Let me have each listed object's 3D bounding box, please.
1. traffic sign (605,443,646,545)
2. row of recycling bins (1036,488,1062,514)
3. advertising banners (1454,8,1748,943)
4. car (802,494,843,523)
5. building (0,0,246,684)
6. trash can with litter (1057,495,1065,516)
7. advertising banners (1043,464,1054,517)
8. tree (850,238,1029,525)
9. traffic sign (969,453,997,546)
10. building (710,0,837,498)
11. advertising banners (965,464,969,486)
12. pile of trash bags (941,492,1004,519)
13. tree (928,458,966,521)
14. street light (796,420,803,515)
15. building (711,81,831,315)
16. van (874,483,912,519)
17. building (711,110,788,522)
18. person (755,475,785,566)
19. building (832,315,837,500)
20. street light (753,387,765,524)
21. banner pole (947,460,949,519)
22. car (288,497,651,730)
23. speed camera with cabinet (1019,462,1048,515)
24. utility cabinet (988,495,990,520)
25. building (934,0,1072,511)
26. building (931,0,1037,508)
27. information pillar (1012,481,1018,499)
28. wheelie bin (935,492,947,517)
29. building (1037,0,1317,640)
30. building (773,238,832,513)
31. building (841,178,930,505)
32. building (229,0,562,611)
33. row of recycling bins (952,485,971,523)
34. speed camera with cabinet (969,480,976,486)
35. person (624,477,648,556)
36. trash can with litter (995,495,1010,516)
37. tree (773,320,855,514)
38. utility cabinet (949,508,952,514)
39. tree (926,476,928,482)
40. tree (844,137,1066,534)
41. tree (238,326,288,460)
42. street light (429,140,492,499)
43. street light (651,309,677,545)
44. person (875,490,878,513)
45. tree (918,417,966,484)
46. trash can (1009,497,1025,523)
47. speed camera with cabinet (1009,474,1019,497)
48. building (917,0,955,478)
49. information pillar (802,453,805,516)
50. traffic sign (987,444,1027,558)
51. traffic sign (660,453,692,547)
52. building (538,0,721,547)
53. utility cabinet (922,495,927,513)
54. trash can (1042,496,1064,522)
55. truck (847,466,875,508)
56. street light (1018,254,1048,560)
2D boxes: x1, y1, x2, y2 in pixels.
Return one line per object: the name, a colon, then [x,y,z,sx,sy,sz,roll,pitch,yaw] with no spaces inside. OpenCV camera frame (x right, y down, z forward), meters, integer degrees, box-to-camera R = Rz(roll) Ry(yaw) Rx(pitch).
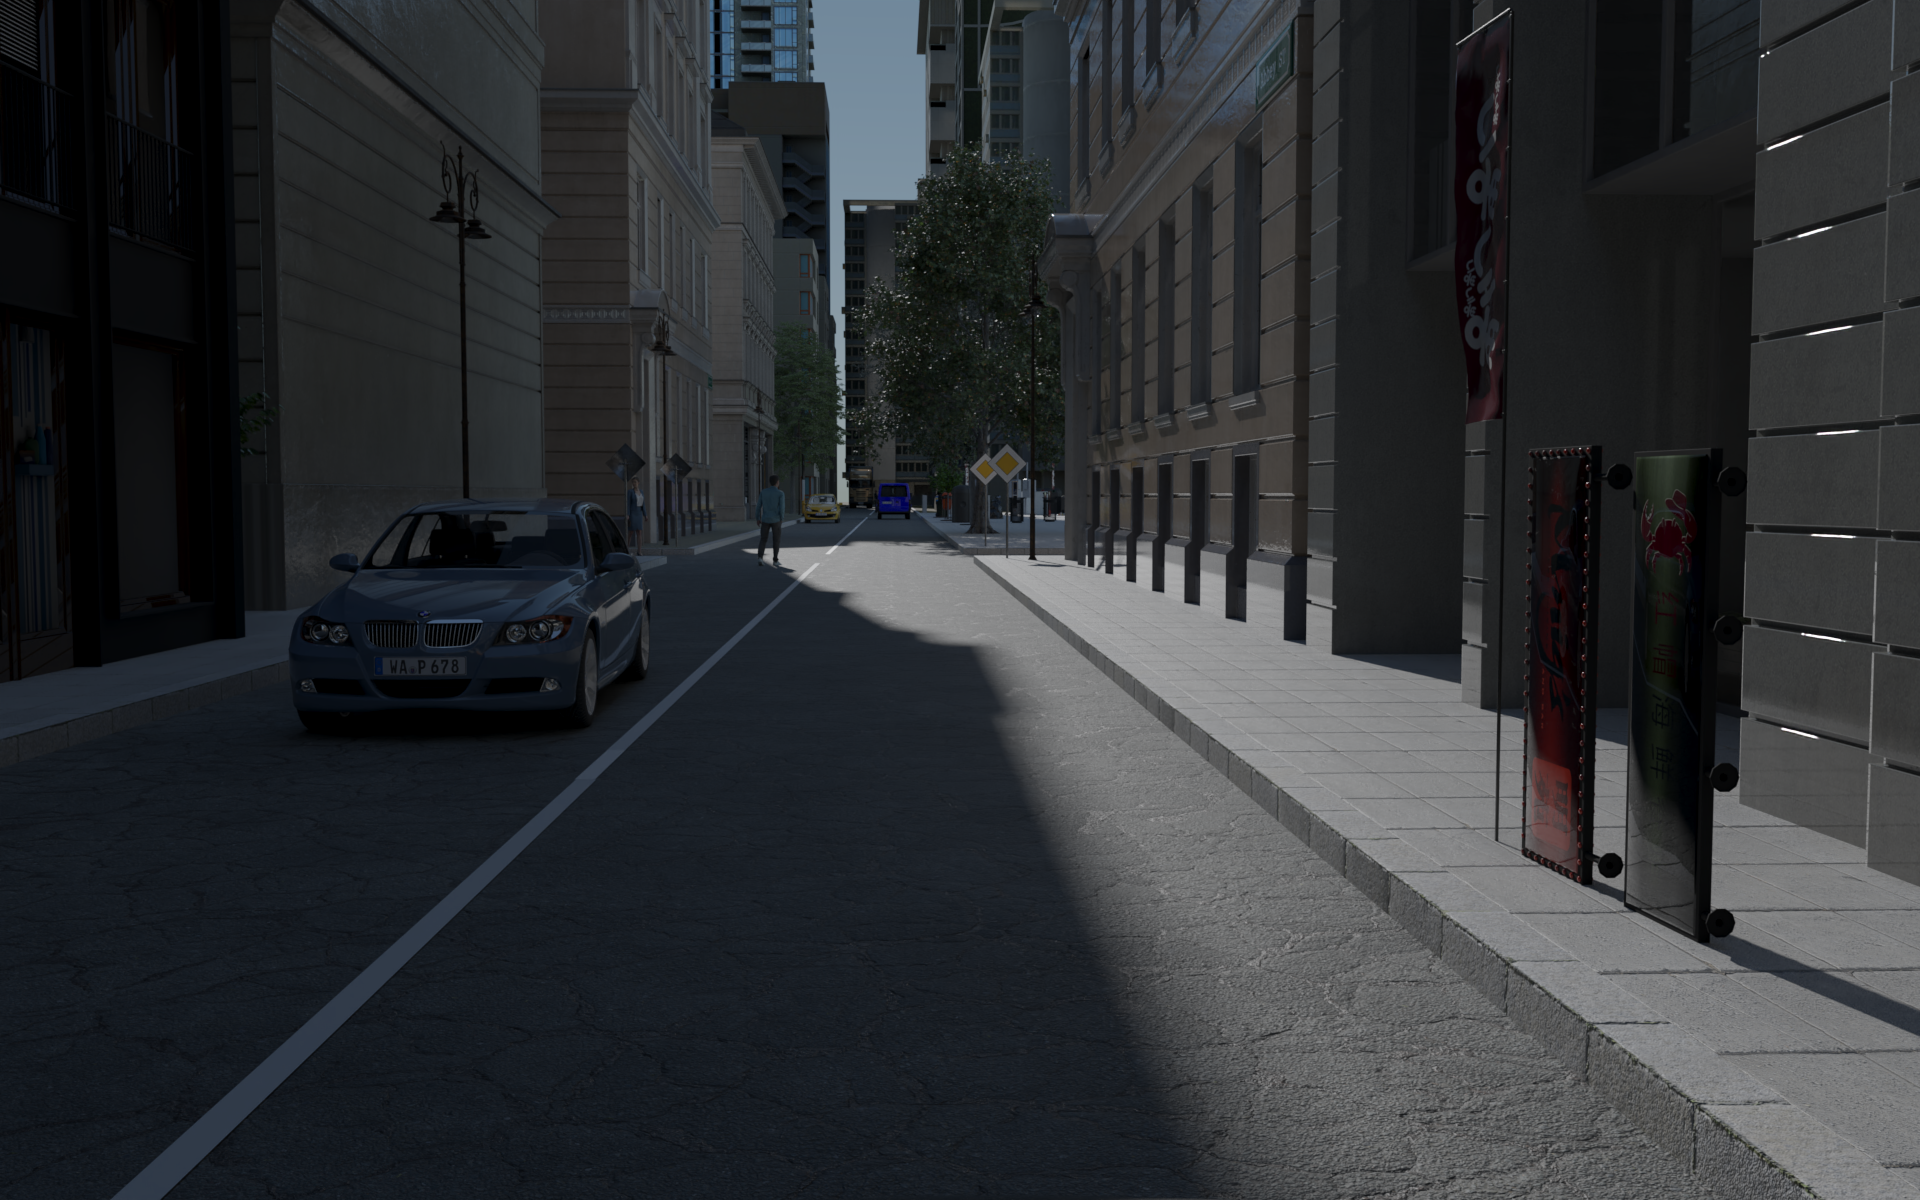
traffic sign: [-6.603,-1.871,34.233,0.795,2.450,0.064,0,4,-2]
row of recycling bins: [5.469,-6.622,115.382,1.069,1.692,3.534,-3,5,-41]
advertising banners: [2.036,-0.588,5.798,0.090,3.025,2.074,0,4,-5]
car: [-6.821,-4.631,85.938,2.015,1.641,3.980,0,4,-3]
building: [-12.243,-10.827,6.692,12.332,23.373,15.834,0,4,-2]
trash can with litter: [6.630,-5.573,102.184,2.233,1.210,1.678,-1,4,-16]
advertising banners: [5.003,-6.173,97.112,0.090,3.025,2.074,1,4,21]
tree: [0.422,-9.823,70.984,12.009,13.543,11.850,0,3,0]
traffic sign: [0.625,-2.376,42.485,0.795,2.450,0.064,0,4,-2]
building: [-30.676,-54.860,209.634,31.000,86.520,22.319,0,4,-2]
advertising banners: [0.731,-6.366,100.270,0.090,3.025,2.074,2,4,27]
pile of trash bags: [0.666,-4.928,90.328,3.447,1.369,1.912,1,4,17]
tree: [-0.566,-5.374,82.466,1.663,3.219,1.824,0,3,0]
street light: [-9.889,-8.174,106.438,0.468,5.910,1.993,0,4,-2]
building: [-21.210,-32.729,185.224,14.200,45.320,14.600,0,4,-2]
van: [-3.813,-5.808,99.340,2.240,2.365,5.245,0,4,-3]
building: [-14.522,-14.094,81.351,10.553,20.767,40.483,0,4,-2]
person: [-3.825,-1.604,34.739,0.660,1.820,0.620,1,4,14]
building: [-25.809,-19.333,161.128,27.650,21.520,28.899,0,4,-2]
street light: [-8.665,-6.239,74.789,0.468,5.910,1.993,0,4,-2]
banner pole: [-0.609,-5.984,87.854,0.401,3.779,0.863,0,4,-1]
car: [-3.216,-0.005,12.090,2.014,1.417,4.499,0,4,-3]
speed camera with cabinet: [4.718,-6.886,106.923,0.660,3.252,2.038,-3,4,-37]
utility cabinet: [1.057,-4.586,86.150,0.306,1.237,1.020,3,5,40]
building: [14.290,-26.980,132.996,32.217,40.220,23.993,0,4,-2]
building: [7.923,-43.812,154.579,20.563,71.187,20.611,0,4,-2]
information pillar: [3.149,-5.826,99.746,0.304,2.012,0.304,-1,4,-8]
wheelie bin: [-0.931,-5.440,96.846,0.693,1.594,0.980,3,5,43]
building: [8.673,-14.578,24.258,13.634,28.700,20.117,0,4,-2]
building: [-24.315,-17.510,131.332,27.650,21.520,28.899,0,4,-2]
building: [-2.606,-32.050,215.890,23.993,40.220,32.217,0,4,-2]
building: [-21.913,-11.727,25.025,30.059,22.955,16.112,0,4,-2]
row of recycling bins: [0.413,-4.388,78.860,1.069,1.692,3.534,1,4,17]
speed camera with cabinet: [1.043,-7.112,110.621,0.660,3.252,2.038,1,4,10]
person: [-7.412,-1.895,39.514,0.581,1.822,0.654,-2,4,-31]
trash can with litter: [2.549,-5.719,104.562,1.678,1.210,2.233,2,4,27]
tree: [-10.545,-11.927,113.126,7.486,12.596,7.792,0,3,0]
utility cabinet: [-0.959,-6.014,109.492,1.020,1.237,0.306,2,4,33]
tree: [-1.084,-6.081,94.031,1.663,3.219,1.824,0,3,0]
tree: [0.803,-8.487,55.763,9.611,12.733,9.660,0,3,0]
tree: [-7.704,-1.360,16.834,1.663,3.219,1.824,0,3,0]
street light: [-6.630,-3.080,23.151,0.468,5.910,1.993,0,4,-2]
street light: [-7.393,-4.317,43.377,0.468,5.910,1.993,0,4,-2]
person: [-6.361,-7.635,134.135,0.742,1.727,0.445,3,5,43]
tree: [-1.214,-10.286,118.540,4.360,8.622,3.978,0,3,0]
trash can: [2.515,-3.966,76.490,0.748,1.137,0.748,0,3,0]
speed camera with cabinet: [3.818,-7.085,110.173,0.660,3.252,2.038,2,4,30]
building: [10.087,-36.086,179.252,28.713,52.752,27.495,0,4,-2]
information pillar: [-9.032,-6.637,99.862,0.183,3.616,0.504,0,4,4]
traffic sign: [0.937,-1.888,34.506,0.795,2.450,0.064,0,4,-2]
traffic sign: [-6.914,-2.359,42.212,0.795,2.450,0.064,0,4,-2]
building: [-14.509,-16.204,50.843,13.634,28.700,20.117,0,4,-2]
utility cabinet: [-2.391,-6.469,116.933,0.306,1.237,1.020,0,4,-4]
trash can: [4.151,-4.178,79.963,0.748,1.137,0.748,0,3,0]
truck: [-10.100,-11.501,176.946,2.839,4.237,11.283,0,4,-3]
street light: [1.412,-3.718,33.581,0.468,5.910,1.993,0,4,-2]
